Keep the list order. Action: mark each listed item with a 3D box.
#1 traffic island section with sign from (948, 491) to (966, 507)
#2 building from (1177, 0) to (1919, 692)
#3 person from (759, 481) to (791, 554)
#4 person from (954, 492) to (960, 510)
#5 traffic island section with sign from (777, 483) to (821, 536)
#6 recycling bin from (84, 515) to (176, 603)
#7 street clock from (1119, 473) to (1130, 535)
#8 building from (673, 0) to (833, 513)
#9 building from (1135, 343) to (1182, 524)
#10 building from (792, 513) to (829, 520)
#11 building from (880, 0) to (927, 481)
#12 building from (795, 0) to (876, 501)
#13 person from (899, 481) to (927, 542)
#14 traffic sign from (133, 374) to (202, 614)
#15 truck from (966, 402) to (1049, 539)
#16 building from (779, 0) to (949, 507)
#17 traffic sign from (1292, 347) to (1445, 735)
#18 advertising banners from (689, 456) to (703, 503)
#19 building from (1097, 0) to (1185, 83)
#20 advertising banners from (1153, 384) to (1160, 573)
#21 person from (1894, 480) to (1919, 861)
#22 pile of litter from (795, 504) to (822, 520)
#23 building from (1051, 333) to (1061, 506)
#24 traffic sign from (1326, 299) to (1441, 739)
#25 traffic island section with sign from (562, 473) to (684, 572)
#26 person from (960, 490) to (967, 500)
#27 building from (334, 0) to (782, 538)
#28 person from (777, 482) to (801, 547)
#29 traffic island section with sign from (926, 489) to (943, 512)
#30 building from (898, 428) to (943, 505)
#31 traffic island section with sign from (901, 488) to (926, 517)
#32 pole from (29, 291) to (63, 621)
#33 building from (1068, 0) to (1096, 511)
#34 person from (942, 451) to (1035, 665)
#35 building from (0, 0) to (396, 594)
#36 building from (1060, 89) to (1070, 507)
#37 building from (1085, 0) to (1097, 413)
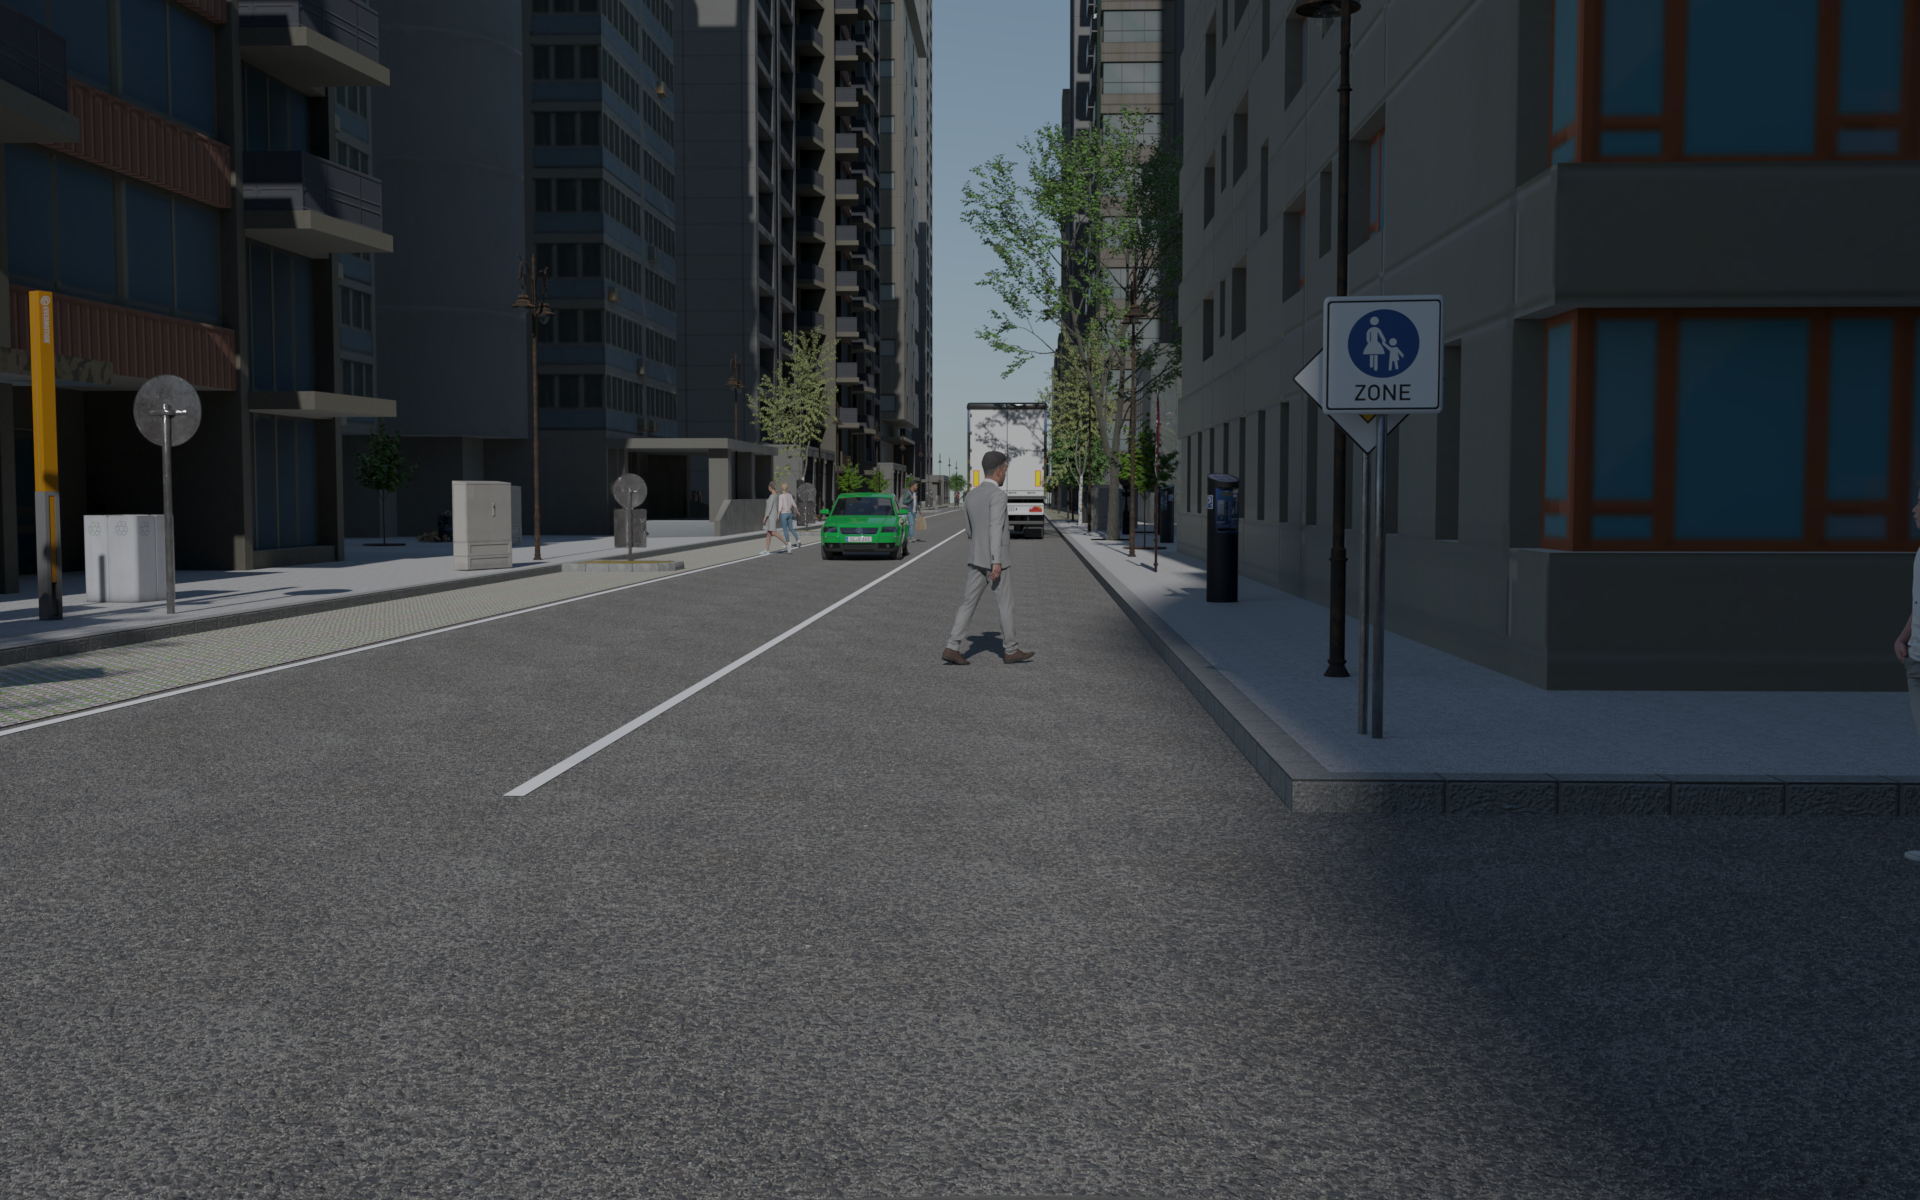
[{"bbox_3d":[-0.265,-11.222,192.102,1.989,1.847,2.006,0,4,2],"label":"traffic island section with sign"},{"bbox_3d":[18.787,-10.940,23.904,28.899,21.520,27.650,0,4,2],"label":"building"},{"bbox_3d":[-4.404,-1.950,41.137,0.760,1.731,0.466,-1,4,-23],"label":"person"},{"bbox_3d":[-0.313,-9.069,158.250,0.593,1.643,0.415,-2,4,-31],"label":"person"},{"bbox_3d":[-5.248,-3.108,59.449,1.989,1.847,2.006,0,4,2],"label":"traffic island section with sign"},{"bbox_3d":[-9.951,-0.503,20.772,0.722,1.027,0.722,1,4,14],"label":"recycling bin"},{"bbox_3d":[5.255,-3.068,54.730,0.471,2.002,0.358,3,4,36],"label":"street clock"},{"bbox_3d":[-15.022,-43.158,143.892,20.563,71.187,20.611,0,4,2],"label":"building"},{"bbox_3d":[19.130,-46.101,66.425,22.319,86.520,31.000,0,4,2],"label":"building"},{"bbox_3d":[-17.600,-40.121,94.223,20.563,71.187,20.611,0,4,2],"label":"building"},{"bbox_3d":[-18.426,-36.306,182.844,28.713,52.752,27.495,0,4,2],"label":"building"},{"bbox_3d":[-17.558,-28.468,120.083,22.147,44.769,28.867,0,4,2],"label":"building"},{"bbox_3d":[-1.388,-2.620,51.321,0.794,1.824,0.713,-3,5,-41],"label":"person"},{"bbox_3d":[-8.451,-1.123,18.471,0.768,2.556,0.104,0,4,6],"label":"traffic sign"},{"bbox_3d":[1.649,-4.258,58.539,2.839,4.237,11.283,0,4,2],"label":"truck"},{"bbox_3d":[-11.872,-48.451,230.423,20.563,71.187,20.611,0,4,2],"label":"building"},{"bbox_3d":[2.150,-0.340,9.195,0.795,2.450,0.064,0,4,2],"label":"traffic sign"},{"bbox_3d":[-11.713,-4.900,76.310,0.090,3.025,2.074,1,4,11],"label":"advertising banners"},{"bbox_3d":[14.258,-25.006,92.450,14.154,41.232,14.086,0,4,2],"label":"building"},{"bbox_3d":[3.248,-1.984,28.618,0.090,3.025,2.074,0,4,6],"label":"advertising banners"},{"bbox_3d":[3.821,0.273,6.641,0.523,1.515,0.503,-2,4,-34],"label":"person"},{"bbox_3d":[-7.240,-4.305,84.345,1.719,0.858,1.176,2,4,26],"label":"pile of litter"},{"bbox_3d":[24.942,-21.696,199.768,27.650,21.520,28.899,0,4,2],"label":"building"},{"bbox_3d":[2.192,-0.422,9.033,0.606,2.300,0.079,1,4,10],"label":"traffic sign"},{"bbox_3d":[-6.258,-1.461,32.512,1.989,1.847,2.006,0,4,2],"label":"traffic island section with sign"},{"bbox_3d":[0.611,-8.094,140.858,1.348,1.821,0.705,-1,4,-10],"label":"person"},{"bbox_3d":[-23.062,-22.423,58.491,32.217,40.220,23.993,0,4,2],"label":"building"},{"bbox_3d":[-4.504,-2.275,46.362,0.598,1.740,0.731,2,4,29],"label":"person"},{"bbox_3d":[-2.360,-7.816,136.427,1.989,1.847,2.006,0,4,2],"label":"traffic island section with sign"},{"bbox_3d":[-18.531,-31.643,209.238,32.217,40.220,23.993,0,4,2],"label":"building"},{"bbox_3d":[-3.372,-6.169,109.491,1.989,1.847,2.006,0,4,2],"label":"traffic island section with sign"},{"bbox_3d":[-9.252,-1.449,17.529,0.158,3.312,0.155,0,3,0],"label":"pole"},{"bbox_3d":[19.589,-36.801,143.699,21.231,58.520,28.212,0,4,2],"label":"building"},{"bbox_3d":[0.226,-0.353,14.552,0.850,1.792,0.678,-2,4,-35],"label":"person"},{"bbox_3d":[-21.726,-22.586,23.912,22.147,44.769,28.867,0,4,2],"label":"building"},{"bbox_3d":[17.354,-30.238,177.983,14.154,41.232,14.086,0,4,2],"label":"building"},{"bbox_3d":[19.742,-30.280,114.683,23.786,49.044,30.456,0,4,2],"label":"building"}]
